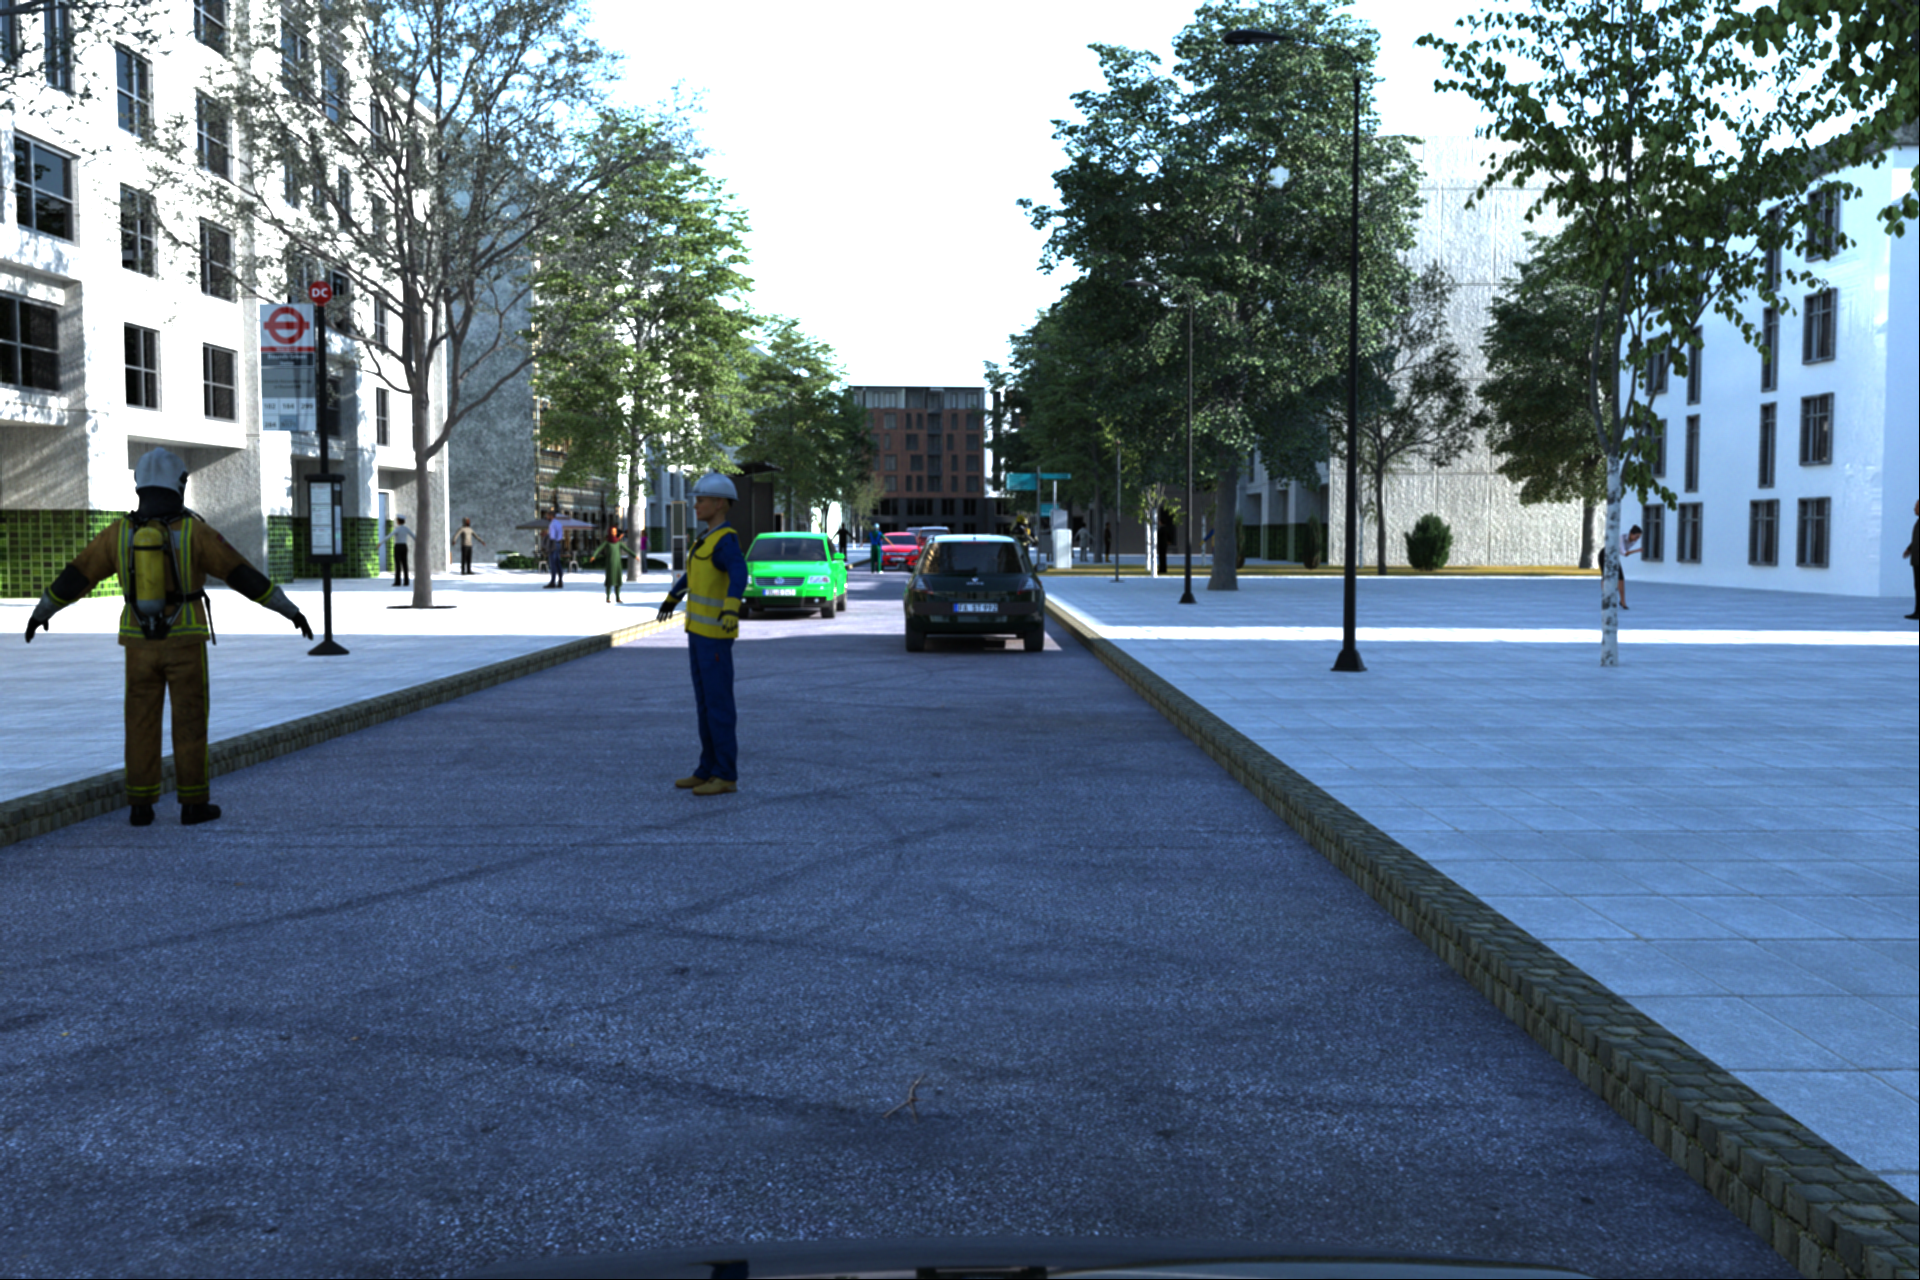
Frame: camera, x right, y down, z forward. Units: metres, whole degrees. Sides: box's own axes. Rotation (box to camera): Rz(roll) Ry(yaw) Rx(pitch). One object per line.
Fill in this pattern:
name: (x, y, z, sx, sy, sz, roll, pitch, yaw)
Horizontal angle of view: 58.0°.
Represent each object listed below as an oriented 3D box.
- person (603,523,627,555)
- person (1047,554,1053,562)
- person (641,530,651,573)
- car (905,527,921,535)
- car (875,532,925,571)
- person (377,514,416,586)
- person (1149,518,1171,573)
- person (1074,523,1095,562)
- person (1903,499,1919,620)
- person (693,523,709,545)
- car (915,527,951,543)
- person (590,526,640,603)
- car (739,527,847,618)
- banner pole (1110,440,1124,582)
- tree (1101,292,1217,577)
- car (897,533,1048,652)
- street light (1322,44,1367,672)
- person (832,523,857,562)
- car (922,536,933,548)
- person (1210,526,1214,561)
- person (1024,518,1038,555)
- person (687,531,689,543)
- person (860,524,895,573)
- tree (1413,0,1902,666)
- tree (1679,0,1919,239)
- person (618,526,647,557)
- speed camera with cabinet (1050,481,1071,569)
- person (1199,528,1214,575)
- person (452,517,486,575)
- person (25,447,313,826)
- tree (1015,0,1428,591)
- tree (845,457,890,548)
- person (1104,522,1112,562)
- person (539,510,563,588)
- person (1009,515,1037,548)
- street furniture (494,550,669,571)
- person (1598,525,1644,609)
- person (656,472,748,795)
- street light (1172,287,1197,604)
person: (-16.703, -4.793, 84.301, 1.347, 1.837, 0.705, 0, 4, -7)
person: (4.247, -4.568, 80.965, 1.348, 1.796, 0.705, 2, 4, 28)
person: (-10.465, -2.917, 56.960, 0.991, 1.433, 0.599, 3, 5, 41)
car: (-2.356, -5.560, 99.572, 2.281, 1.827, 5.304, 0, 4, 0)
car: (-2.378, -3.604, 67.959, 2.155, 1.783, 4.494, 0, 4, 0)
person: (-13.869, -2.225, 42.837, 0.721, 1.778, 1.216, 3, 4, 38)
person: (6.624, -3.101, 56.886, 0.705, 1.806, 1.347, 2, 4, 35)
person: (5.798, -4.570, 80.903, 1.347, 1.806, 0.705, 3, 5, 43)
person: (14.477, -1.219, 26.119, 0.705, 1.807, 1.348, 1, 4, 18)
person: (-7.799, -2.918, 54.438, 1.216, 1.740, 0.721, -1, 4, -21)
car: (-1.285, -4.908, 88.923, 2.281, 1.827, 5.304, 0, 4, 0)
person: (-6.417, -1.404, 32.167, 0.989, 1.438, 0.599, -3, 4, -37)
car: (-2.994, -1.348, 30.840, 1.959, 1.807, 4.718, 0, 4, 0)
banner pole: (4.220, -3.435, 46.185, 0.401, 3.779, 0.863, 0, 4, 0)
tree: (5.994, -6.198, 51.693, 4.737, 8.622, 4.395, 0, 3, 0)
car: (0.166, -0.779, 22.518, 2.009, 1.686, 4.222, 0, 4, 0)
street light: (4.200, -2.665, 16.106, 1.470, 5.913, 1.316, 0, 4, 0)
person: (-5.415, -4.536, 80.382, 1.346, 1.802, 0.704, 2, 4, 25)
car: (-0.687, -3.703, 72.912, 2.083, 1.381, 4.827, 0, 4, 0)
person: (12.128, -4.650, 82.833, 0.721, 1.733, 1.217, 3, 5, 42)
person: (2.304, -3.467, 62.463, 1.354, 1.856, 0.705, -2, 4, -32)
person: (-12.146, -4.256, 75.713, 0.704, 1.817, 1.347, -3, 5, -40)
person: (-3.068, -3.364, 63.588, 1.347, 1.817, 0.704, 1, 4, 16)
tree: (6.558, -4.049, 16.560, 4.737, 8.622, 4.395, 0, 3, 0)
tree: (5.846, -3.625, 9.639, 4.737, 8.622, 4.395, 0, 3, 0)
person: (-14.060, -4.158, 74.128, 1.345, 1.843, 0.704, -2, 4, -26)
speed camera with cabinet: (3.724, -4.245, 63.743, 0.660, 3.252, 2.038, 0, 4, -2)
person: (8.005, -2.924, 53.783, 1.349, 1.833, 0.705, -2, 4, -34)
person: (-15.453, -2.946, 54.298, 0.705, 1.813, 1.348, 2, 4, 31)
person: (-3.936, -0.022, 8.593, 1.354, 1.858, 0.705, -1, 4, -10)
tree: (6.045, -8.117, 39.372, 9.857, 13.997, 8.962, 0, 3, 0)
tree: (-9.264, -12.730, 158.495, 4.360, 8.622, 3.978, 0, 3, 0)
person: (6.760, -4.451, 78.904, 0.704, 1.812, 1.346, 0, 4, 4)
person: (-9.716, -2.143, 40.953, 0.599, 1.838, 0.709, 1, 4, 9)
person: (1.842, -2.837, 52.154, 0.704, 1.858, 1.351, -2, 4, -34)
street furniture: (-14.581, -3.023, 65.059, 5.734, 0.657, 10.072, -1, 4, -21)
person: (11.313, -1.246, 29.600, 0.799, 1.438, 0.628, 2, 4, 30)
person: (-1.451, -0.043, 9.629, 0.721, 1.772, 1.216, -2, 4, -27)
street light: (4.752, -3.626, 31.833, 1.470, 5.913, 1.316, 0, 4, 0)
